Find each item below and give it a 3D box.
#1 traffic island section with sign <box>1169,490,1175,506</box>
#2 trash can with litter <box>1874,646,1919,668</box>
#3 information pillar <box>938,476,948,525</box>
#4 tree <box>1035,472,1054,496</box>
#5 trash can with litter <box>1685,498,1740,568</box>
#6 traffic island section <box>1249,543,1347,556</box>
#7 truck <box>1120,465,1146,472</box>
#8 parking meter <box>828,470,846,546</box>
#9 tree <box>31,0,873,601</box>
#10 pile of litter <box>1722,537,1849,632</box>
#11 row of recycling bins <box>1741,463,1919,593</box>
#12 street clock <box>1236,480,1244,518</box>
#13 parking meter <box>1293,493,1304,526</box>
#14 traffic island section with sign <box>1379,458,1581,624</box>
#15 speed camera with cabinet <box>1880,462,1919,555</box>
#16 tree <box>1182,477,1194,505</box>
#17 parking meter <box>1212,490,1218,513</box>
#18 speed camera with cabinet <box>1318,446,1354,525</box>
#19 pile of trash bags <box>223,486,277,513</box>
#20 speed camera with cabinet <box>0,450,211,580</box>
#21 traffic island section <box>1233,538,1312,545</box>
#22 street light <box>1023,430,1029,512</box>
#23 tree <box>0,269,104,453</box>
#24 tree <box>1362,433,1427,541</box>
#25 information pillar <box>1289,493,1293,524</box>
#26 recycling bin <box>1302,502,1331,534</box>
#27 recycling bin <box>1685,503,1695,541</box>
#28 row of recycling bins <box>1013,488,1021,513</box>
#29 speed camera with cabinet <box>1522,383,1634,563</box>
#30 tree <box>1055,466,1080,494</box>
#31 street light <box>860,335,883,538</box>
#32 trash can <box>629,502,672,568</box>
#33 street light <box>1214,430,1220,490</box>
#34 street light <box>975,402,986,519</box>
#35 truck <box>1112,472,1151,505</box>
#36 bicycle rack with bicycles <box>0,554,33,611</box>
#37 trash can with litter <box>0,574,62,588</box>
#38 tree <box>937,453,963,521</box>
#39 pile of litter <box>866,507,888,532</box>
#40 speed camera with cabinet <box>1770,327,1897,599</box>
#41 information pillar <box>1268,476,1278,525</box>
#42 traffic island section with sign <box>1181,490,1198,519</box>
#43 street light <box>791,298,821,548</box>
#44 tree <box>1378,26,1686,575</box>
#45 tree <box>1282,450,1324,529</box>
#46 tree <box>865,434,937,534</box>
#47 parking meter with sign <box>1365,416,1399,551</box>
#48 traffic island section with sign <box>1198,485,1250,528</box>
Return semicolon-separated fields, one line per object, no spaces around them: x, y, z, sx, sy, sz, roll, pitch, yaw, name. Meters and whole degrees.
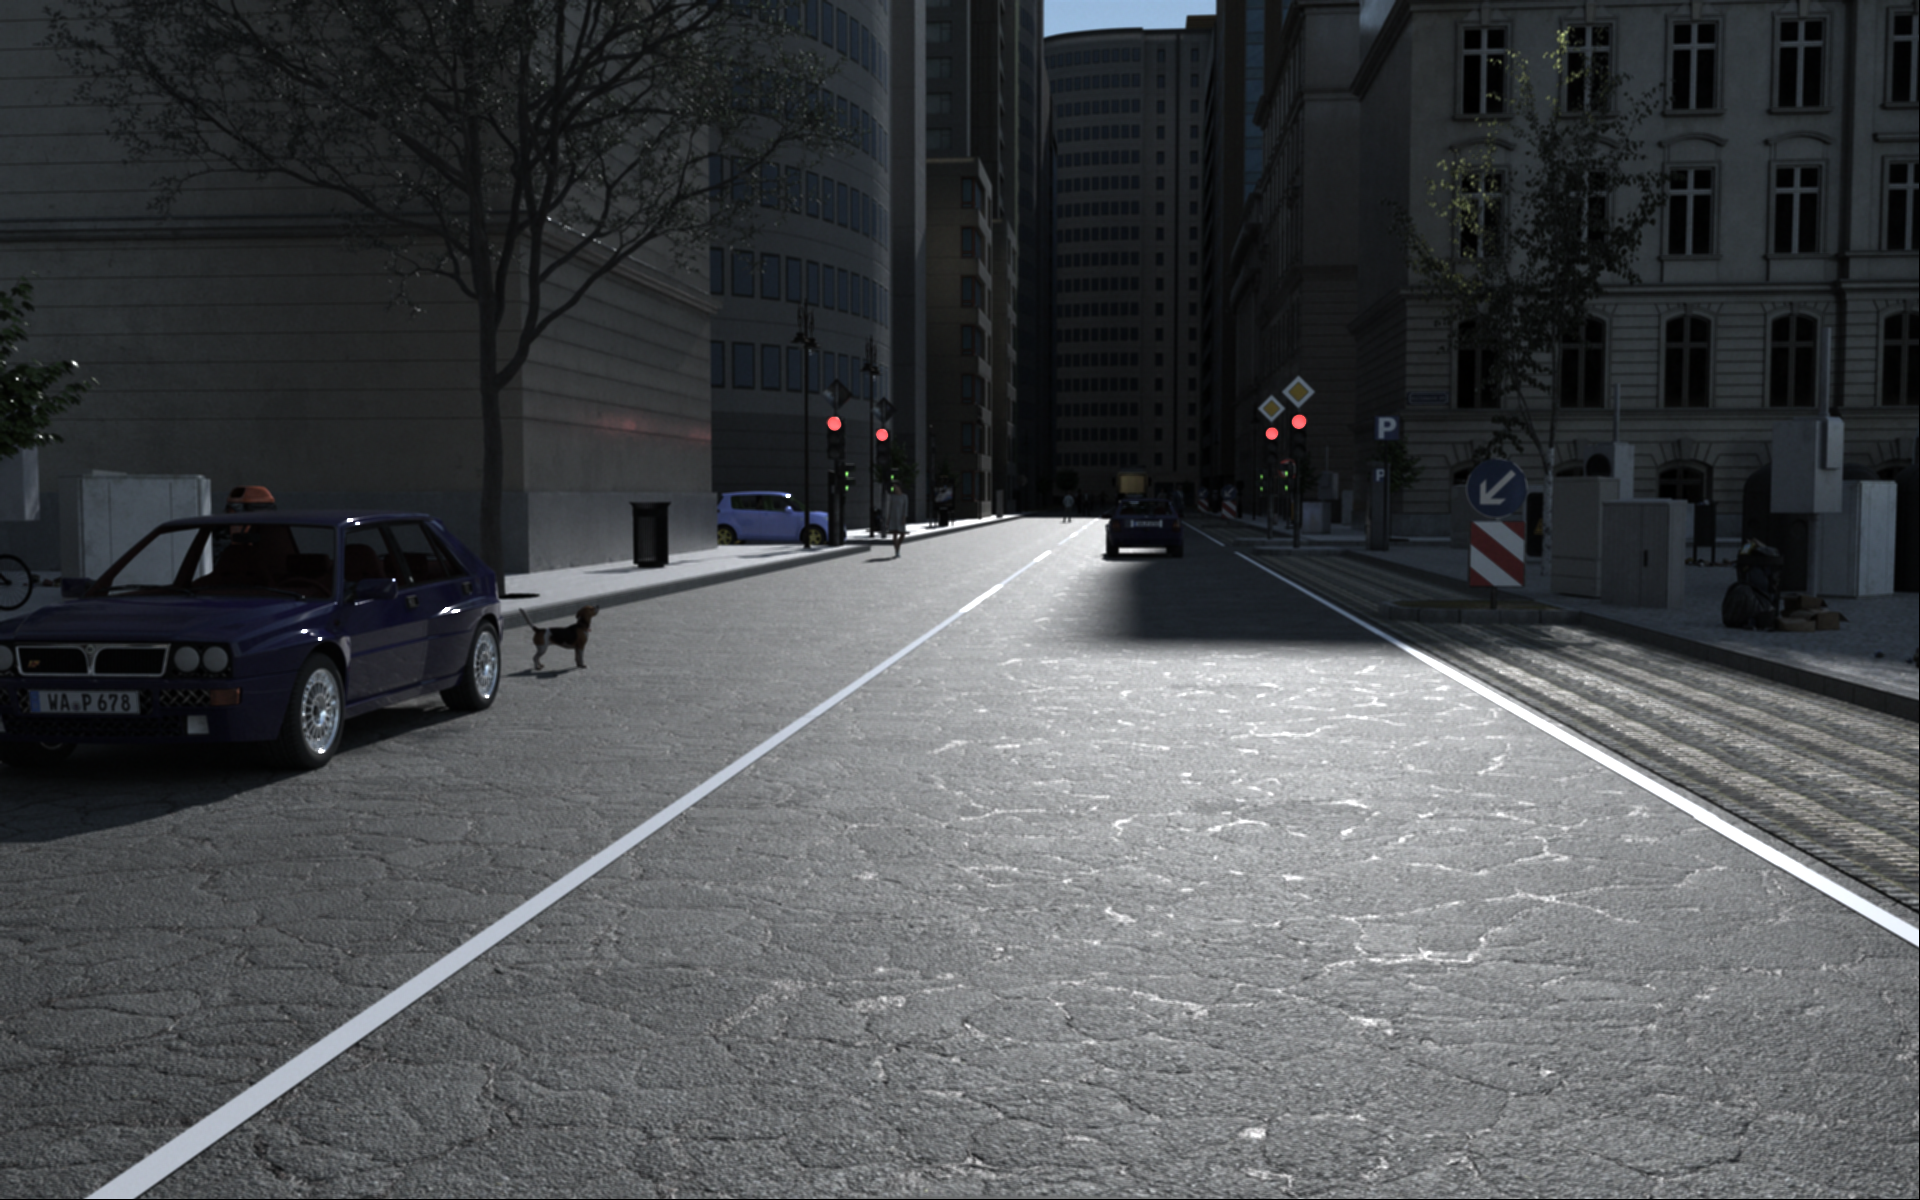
18.932;-8.668;150.342;1.989;1.847;2.006;0;4;6;traffic island section with sign
7.887;-0.125;13.108;1.678;1.210;2.233;3;5;42;trash can with litter
-0.699;-4.054;70.772;0.304;2.012;0.304;-2;4;-26;information pillar
7.201;-9.347;147.427;1.663;3.219;1.824;0;3;0;tree
13.405;-1.207;30.793;1.678;1.210;2.233;-1;4;-14;trash can with litter
8.015;-1.154;41.144;2.009;0.180;2.903;0;4;6;traffic island section
17.398;-11.326;174.098;2.839;4.237;11.283;0;4;6;truck
-3.052;-2.275;42.911;0.399;1.863;0.255;1;4;9;parking meter
-5.656;-6.769;21.043;12.009;13.543;11.850;0;3;0;tree
8.033;-0.174;16.809;1.719;0.858;1.176;-3;4;-38;pile of litter
12.295;-0.970;22.978;3.534;1.692;1.069;0;4;7;row of recycling bins
14.880;-5.353;92.094;0.471;2.002;0.358;-3;5;-41;street clock
13.393;-3.848;68.618;0.399;1.863;0.255;2;4;23;parking meter
5.908;-0.693;19.951;1.989;1.847;2.006;0;4;6;traffic island section with sign
21.272;-2.687;38.270;0.660;3.252;2.038;0;4;3;speed camera with cabinet
25.674;-12.350;196.525;1.663;3.219;1.824;0;3;0;tree
17.123;-6.591;116.169;0.372;1.533;0.369;0;3;0;parking meter
15.783;-4.704;71.239;2.038;3.252;0.660;3;4;36;speed camera with cabinet
-9.096;-0.667;20.657;3.447;1.369;1.912;3;5;41;pile of trash bags
-7.553;-1.253;14.815;2.038;3.252;0.660;-1;4;-16;speed camera with cabinet
8.809;-1.640;49.090;2.009;0.180;2.903;0;4;6;traffic island section
4.773;-9.269;124.337;0.468;5.910;1.993;0;4;6;street light
-7.469;-1.105;12.670;1.663;3.219;1.824;0;3;0;tree
12.008;-3.247;47.684;1.663;3.219;1.824;0;3;0;tree
14.275;-5.036;73.685;0.504;3.616;0.183;-3;4;-38;information pillar
11.465;-2.640;55.714;0.722;1.027;0.722;3;4;36;recycling bin
20.020;-2.179;48.176;0.722;1.027;0.722;1;4;17;recycling bin
2.463;-6.905;120.002;3.534;1.692;1.069;0;4;3;row of recycling bins
11.227;-2.275;31.529;0.660;3.252;2.038;-2;4;-31;speed camera with cabinet
12.510;-13.362;202.174;4.285;4.588;4.351;0;3;0;tree
-2.577;-4.751;50.474;0.468;5.910;1.993;0;4;6;street light
-5.424;-1.145;30.369;0.748;1.137;0.748;0;3;0;trash can
18.086;-9.150;122.396;0.468;5.910;1.993;0;4;6;street light
1.019;-7.005;87.324;0.468;5.910;1.993;0;4;6;street light
14.885;-9.420;149.938;3.469;3.379;9.791;0;4;5;truck
-11.842;-0.298;18.261;2.925;0.926;2.852;1;4;13;bicycle rack with bicycles
-12.513;-0.817;24.422;2.233;1.210;1.678;1;4;20;trash can with litter
-0.650;-5.331;81.771;1.663;3.219;1.824;0;3;0;tree
-2.632;-2.791;59.592;1.176;0.858;1.719;-1;4;-9;pile of litter
10.733;-1.645;21.236;2.038;3.252;0.660;-3;4;-37;speed camera with cabinet
13.038;-4.139;72.161;0.304;2.012;0.304;2;4;35;information pillar
13.940;-5.612;100.389;1.989;1.847;2.006;0;4;6;traffic island section with sign
-3.641;-4.177;41.085;0.468;5.910;1.993;0;4;6;street light
9.095;-4.705;27.294;4.360;8.622;3.978;0;3;0;tree
12.809;-4.296;64.843;1.663;3.219;1.824;0;3;0;tree
-1.992;-3.725;55.501;1.663;3.219;1.824;0;3;0;tree
9.554;-2.643;39.470;0.543;3.016;1.738;0;4;4;parking meter with sign
11.271;-3.972;73.566;1.989;1.847;2.006;0;4;6;traffic island section with sign
